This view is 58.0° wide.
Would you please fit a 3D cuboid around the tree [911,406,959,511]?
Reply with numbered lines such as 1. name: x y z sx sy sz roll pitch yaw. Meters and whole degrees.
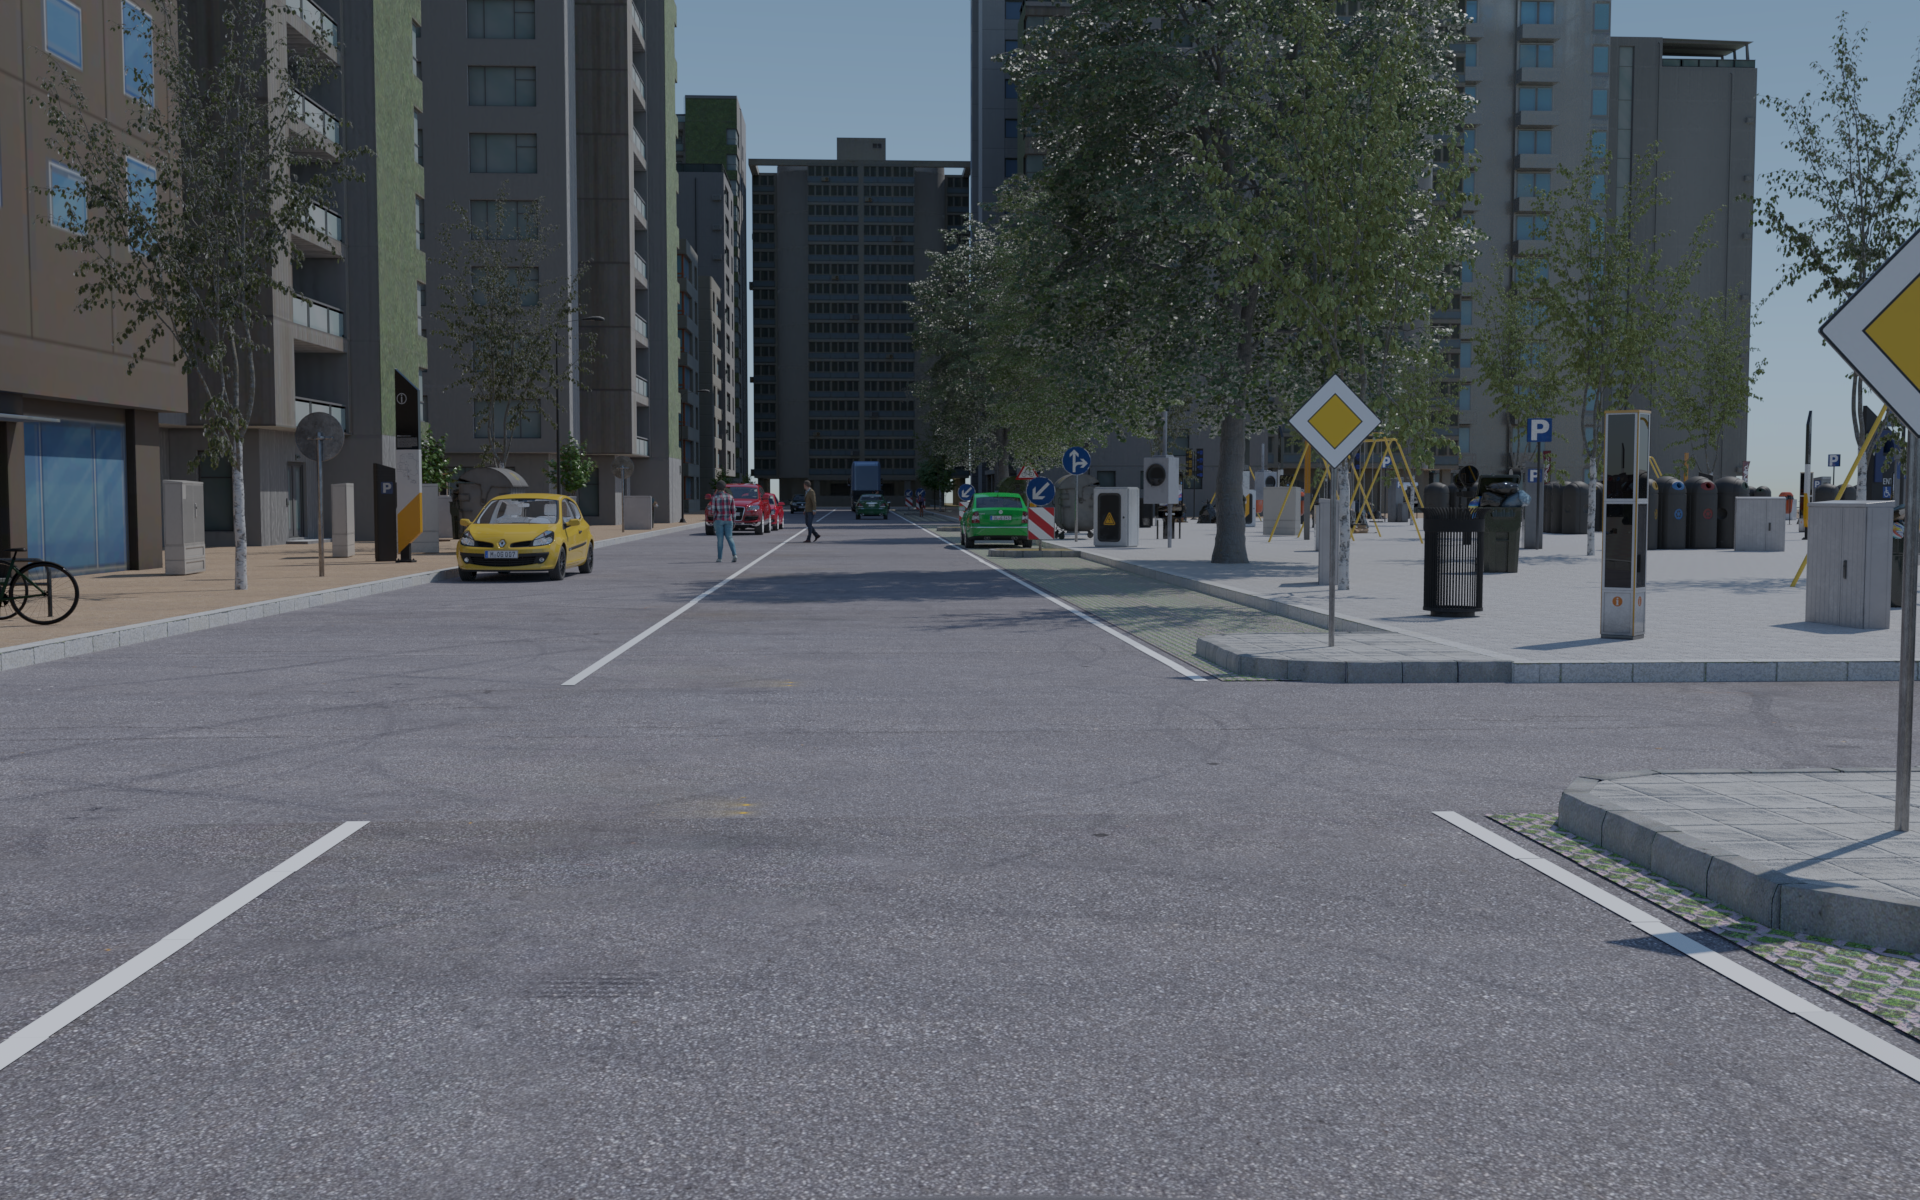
1. tree: -1.539 -11.047 130.984 4.737 8.622 4.395 0 3 0

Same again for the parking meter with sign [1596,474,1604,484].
1. parking meter with sign: 24.251 -4.206 65.031 0.543 3.016 1.738 -2 4 -35

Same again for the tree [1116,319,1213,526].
1. tree: 7.927 -7.253 68.947 4.360 8.622 3.978 0 3 0

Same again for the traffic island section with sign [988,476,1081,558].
1. traffic island section with sign: 1.668 -1.904 39.765 1.989 1.847 2.006 0 4 -3

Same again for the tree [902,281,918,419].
1. tree: 2.117 -10.540 78.992 9.857 13.997 8.962 0 3 0

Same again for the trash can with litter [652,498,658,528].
1. trash can with litter: -11.634 -3.244 64.432 0.624 1.170 1.055 0 4 3

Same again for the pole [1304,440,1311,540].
1. pole: 9.710 -3.338 48.412 0.158 3.312 0.155 0 3 0

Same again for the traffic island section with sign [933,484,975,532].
1. traffic island section with sign: 0.106 -3.550 66.675 1.989 1.847 2.006 0 4 -3

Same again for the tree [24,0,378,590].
1. tree: -9.862 -4.436 22.885 4.360 8.622 3.978 0 3 0

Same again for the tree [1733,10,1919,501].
1. tree: 14.366 -4.682 26.908 4.360 8.622 3.978 0 3 0

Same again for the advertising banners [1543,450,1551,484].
1. advertising banners: 23.811 -4.447 68.904 0.090 3.025 2.074 -1 4 -18

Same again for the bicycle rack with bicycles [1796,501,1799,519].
1. bicycle rack with bicycles: 43.889 -4.594 88.488 2.925 0.926 2.852 -1 4 -16

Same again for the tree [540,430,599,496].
1. tree: -11.814 -3.520 52.145 1.663 3.219 1.824 0 3 0

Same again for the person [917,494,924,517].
1. person: -2.438 -5.913 108.415 0.421 1.427 0.697 1 4 13

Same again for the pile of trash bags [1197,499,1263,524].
1. pile of trash bags: 12.084 -4.045 75.881 3.447 1.369 1.912 -3 5 -40

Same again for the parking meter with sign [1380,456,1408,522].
1. parking meter with sign: 19.858 -5.061 79.000 0.543 3.016 1.738 -1 4 -19

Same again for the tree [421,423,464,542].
1. tree: -14.258 -3.203 46.974 1.663 3.219 1.824 0 3 0

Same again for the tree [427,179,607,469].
1. tree: -10.893 -5.582 41.636 4.360 8.622 3.978 0 3 0

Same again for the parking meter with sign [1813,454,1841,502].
1. parking meter with sign: 37.433 -4.833 75.274 1.738 3.016 0.543 -2 4 -28

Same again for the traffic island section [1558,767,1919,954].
1. traffic island section: 3.610 0.958 6.617 2.009 0.180 2.903 0 4 -3

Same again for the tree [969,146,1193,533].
1. tree: 3.970 -8.455 56.371 7.486 12.596 7.792 0 3 0

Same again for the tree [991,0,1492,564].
1. tree: 5.118 -7.660 31.890 9.857 13.997 8.962 0 3 0

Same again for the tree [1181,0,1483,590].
1. tree: 5.040 -4.426 22.735 4.737 8.622 4.395 0 3 0

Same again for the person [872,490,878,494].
1. person: -5.902 -6.903 122.171 0.445 1.727 0.742 1 4 17

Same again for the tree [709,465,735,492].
1. tree: -15.709 -7.277 113.583 1.663 3.219 1.824 0 3 0

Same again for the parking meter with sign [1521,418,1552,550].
1. parking meter with sign: 13.467 -2.713 40.625 0.543 3.016 1.738 1 4 12

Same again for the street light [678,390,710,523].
1. street light: -11.839 -6.399 77.158 1.470 5.913 1.316 0 4 -3

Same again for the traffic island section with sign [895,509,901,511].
1. traffic island section with sign: -4.361 -8.233 143.236 1.989 1.847 2.006 0 4 -3

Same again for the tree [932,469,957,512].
1. tree: -0.972 -7.989 125.218 1.663 3.219 1.824 0 3 0

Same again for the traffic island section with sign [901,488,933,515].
1. traffic island section with sign: -2.777 -6.578 116.171 1.989 1.847 2.006 0 4 -3

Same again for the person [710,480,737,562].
1. person: -4.976 -1.657 36.428 0.563 1.720 0.643 -2 4 -27

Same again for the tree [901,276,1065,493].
1. tree: 2.015 -11.036 90.815 12.009 13.543 11.850 0 3 0

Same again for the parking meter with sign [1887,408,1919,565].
1. parking meter with sign: 17.176 -2.139 31.241 0.543 3.016 1.738 3 5 40

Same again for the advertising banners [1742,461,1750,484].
1. advertising banners: 40.776 -5.810 91.189 2.074 3.025 0.090 -1 4 -20

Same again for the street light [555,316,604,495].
1. street light: -9.992 -4.455 45.386 1.470 5.913 1.316 0 4 -3

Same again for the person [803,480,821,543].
1. person: -4.452 -2.629 51.393 0.656 1.842 0.836 2 4 34

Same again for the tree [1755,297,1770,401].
1. tree: 26.290 -6.751 60.742 4.737 8.622 4.395 0 3 0

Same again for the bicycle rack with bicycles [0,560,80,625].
1. bicycle rack with bicycles: -10.130 -0.221 16.993 2.925 0.926 2.852 0 4 -4

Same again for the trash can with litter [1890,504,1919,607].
1. trash can with litter: 10.455 -0.520 19.897 0.624 1.170 1.055 -2 4 -29

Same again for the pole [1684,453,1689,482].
1. pole: 35.986 -5.629 85.883 0.158 3.312 0.155 0 3 0

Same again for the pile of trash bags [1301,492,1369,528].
1. pile of trash bags: 14.011 -3.463 66.364 1.912 1.369 3.447 -3 4 -38

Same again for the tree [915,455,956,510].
1. tree: -1.936 -9.431 137.906 4.285 4.588 4.351 0 3 0

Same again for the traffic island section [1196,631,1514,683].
1. traffic island section: 3.145 0.470 14.589 2.009 0.180 2.903 0 4 -3

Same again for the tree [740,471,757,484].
1. tree: -17.542 -9.008 141.875 1.663 3.219 1.824 0 3 0

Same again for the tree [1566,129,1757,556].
1. tree: 13.423 -5.233 35.924 4.737 8.622 4.395 0 3 0
